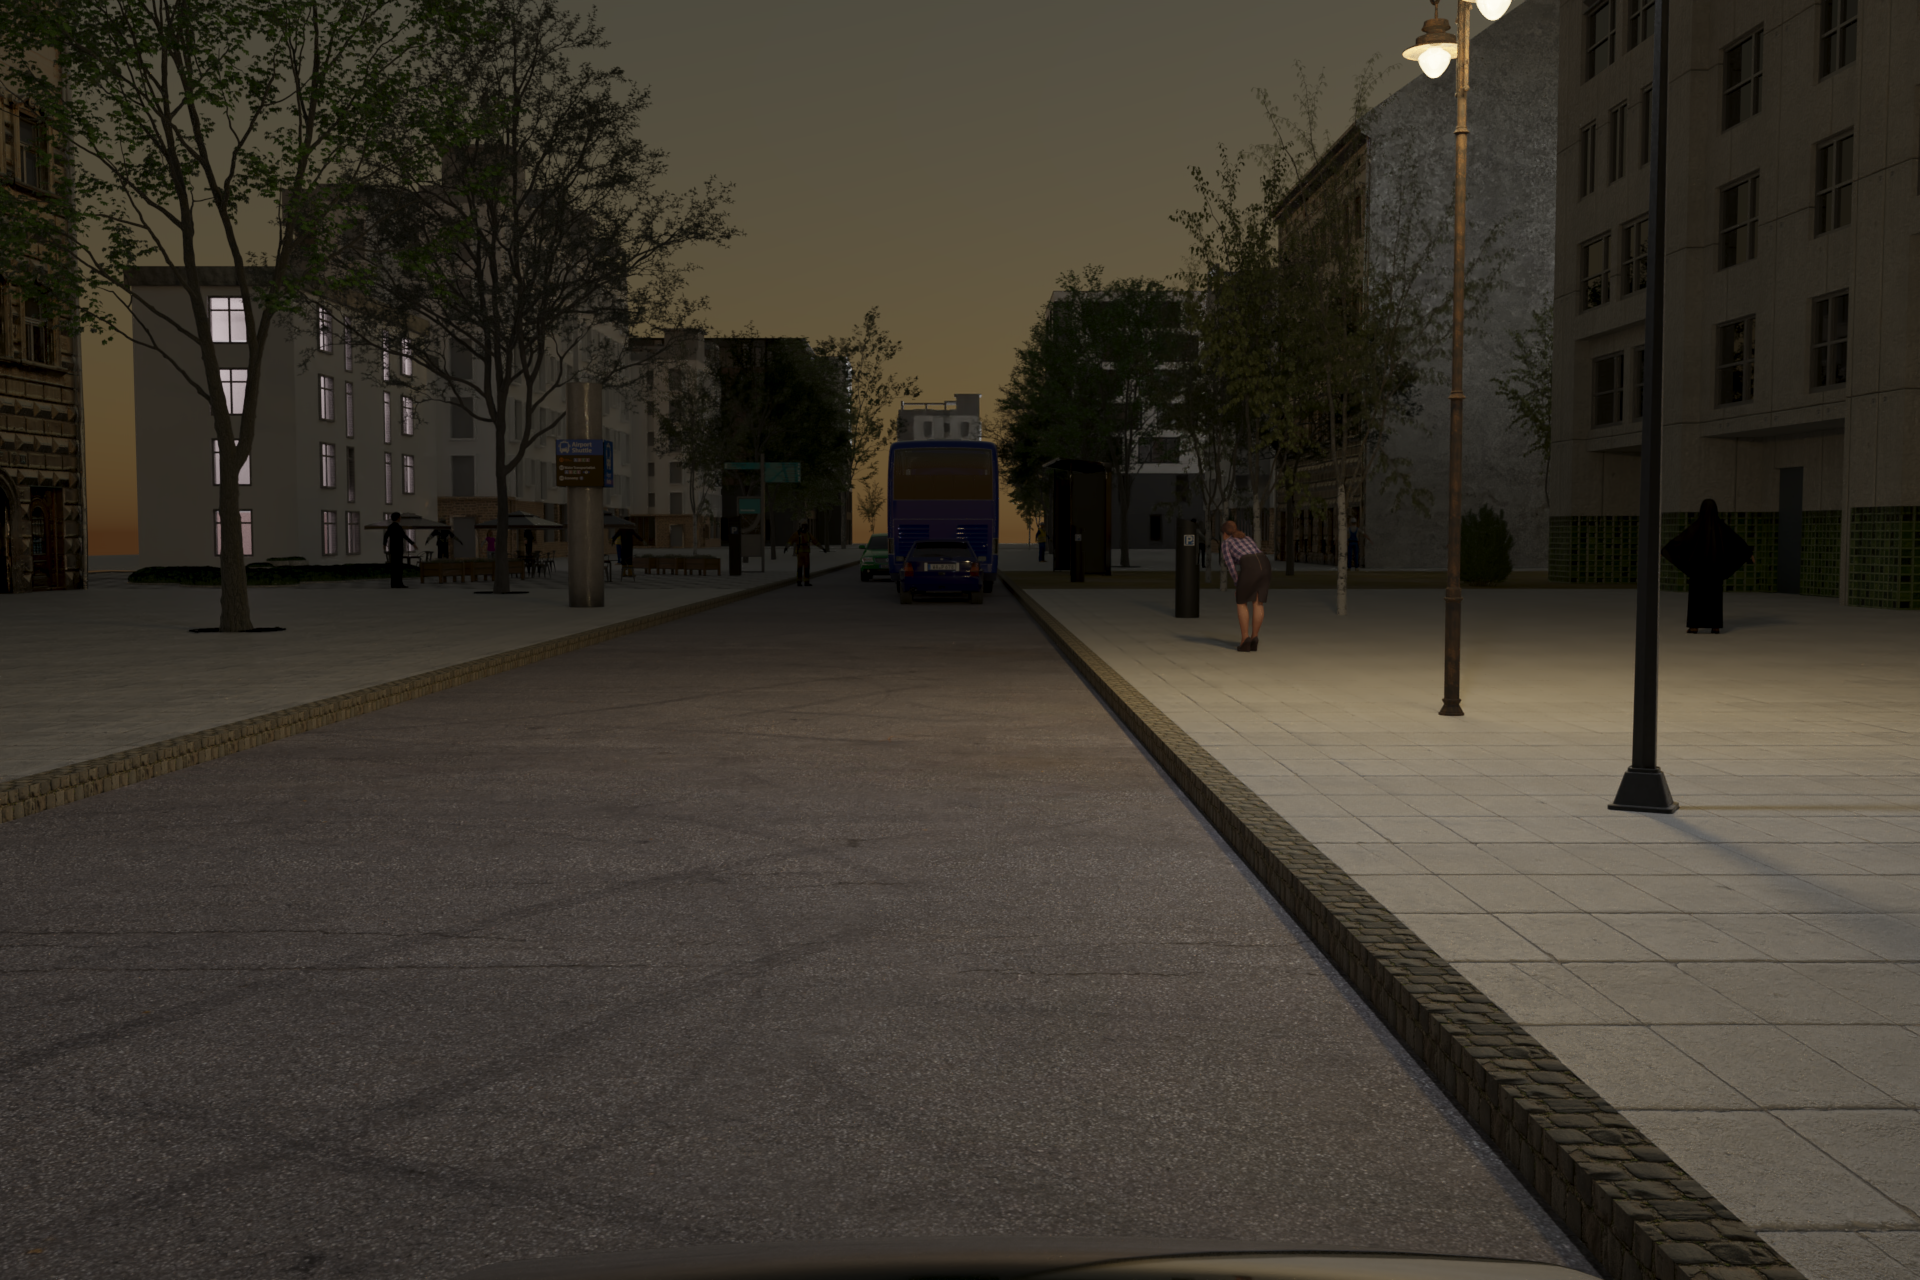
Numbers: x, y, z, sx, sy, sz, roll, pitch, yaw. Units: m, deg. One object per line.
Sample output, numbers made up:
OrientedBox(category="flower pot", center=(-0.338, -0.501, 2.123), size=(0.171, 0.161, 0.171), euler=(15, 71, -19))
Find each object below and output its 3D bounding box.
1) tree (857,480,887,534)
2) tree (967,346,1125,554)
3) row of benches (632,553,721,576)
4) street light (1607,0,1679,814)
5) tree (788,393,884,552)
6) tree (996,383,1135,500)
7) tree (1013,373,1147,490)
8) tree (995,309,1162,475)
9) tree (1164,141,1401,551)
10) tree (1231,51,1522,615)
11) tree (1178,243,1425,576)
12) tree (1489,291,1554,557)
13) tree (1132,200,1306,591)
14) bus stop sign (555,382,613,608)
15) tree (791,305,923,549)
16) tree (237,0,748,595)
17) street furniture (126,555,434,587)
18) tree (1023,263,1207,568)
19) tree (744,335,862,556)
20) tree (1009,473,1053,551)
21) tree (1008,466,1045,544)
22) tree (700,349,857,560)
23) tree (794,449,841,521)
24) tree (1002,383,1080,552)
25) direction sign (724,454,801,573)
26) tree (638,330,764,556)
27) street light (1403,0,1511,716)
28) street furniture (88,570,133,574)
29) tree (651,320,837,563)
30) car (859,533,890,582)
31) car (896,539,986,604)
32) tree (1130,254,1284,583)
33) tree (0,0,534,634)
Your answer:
OrientedBox(category="tree", center=(-11.999, -17.399, 234.832), size=(4.737, 8.622, 4.395), euler=(0, 3, 0))
OrientedBox(category="tree", center=(5.646, -12.178, 109.480), size=(12.009, 13.543, 11.850), euler=(0, 3, 0))
OrientedBox(category="row of benches", center=(-8.909, -2.378, 54.336), size=(1.422, 0.672, 4.104), euler=(-3, 5, -45))
OrientedBox(category="street light", center=(3.741, -2.164, 7.927), size=(1.470, 5.913, 1.316), euler=(0, 4, 0))
OrientedBox(category="tree", center=(-9.389, -12.083, 123.307), size=(9.928, 11.665, 9.643), euler=(0, 3, 0))
OrientedBox(category="tree", center=(5.653, -10.091, 99.404), size=(8.767, 10.594, 7.601), euler=(0, 4, -4))
OrientedBox(category="tree", center=(5.889, -9.463, 89.130), size=(7.601, 10.594, 8.767), euler=(-3, 5, -41))
OrientedBox(category="tree", center=(5.592, -9.292, 77.685), size=(9.928, 11.665, 9.643), euler=(0, 3, 0))
OrientedBox(category="tree", center=(5.860, -5.044, 32.828), size=(4.737, 8.622, 4.395), euler=(0, 3, 0))
OrientedBox(category="tree", center=(5.942, -4.711, 27.395), size=(4.360, 8.622, 3.978), euler=(0, 3, 0))
OrientedBox(category="tree", center=(10.416, -7.287, 53.557), size=(8.767, 10.594, 7.601), euler=(2, 4, 31))
OrientedBox(category="tree", center=(18.510, -6.294, 53.266), size=(4.737, 8.622, 4.395), euler=(0, 3, 0))
OrientedBox(category="tree", center=(5.909, -5.386, 38.425), size=(4.360, 8.622, 3.978), euler=(0, 3, 0))
OrientedBox(category="bus stop sign", center=(-6.577, -2.531, 30.400), size=(0.837, 3.901, 0.837), euler=(0, 4, -1))
OrientedBox(category="tree", center=(-9.344, -17.665, 144.717), size=(12.611, 20.169, 13.585), euler=(0, 3, 0))
OrientedBox(category="tree", center=(-9.736, -7.742, 36.956), size=(12.009, 13.543, 11.850), euler=(0, 3, 0))
OrientedBox(category="street furniture", center=(-18.313, -1.908, 46.824), size=(5.734, 0.657, 10.072), euler=(1, 4, 11))
OrientedBox(category="tree", center=(6.297, -8.604, 66.428), size=(9.928, 11.665, 9.643), euler=(0, 3, 0))
OrientedBox(category="tree", center=(-9.229, -11.090, 99.454), size=(7.486, 12.596, 7.792), euler=(0, 3, 0))
OrientedBox(category="tree", center=(5.656, -11.297, 135.071), size=(4.737, 8.622, 4.395), euler=(0, 3, 0))
OrientedBox(category="tree", center=(10.473, -18.808, 233.272), size=(9.928, 11.665, 9.643), euler=(0, 3, 0))
OrientedBox(category="tree", center=(-9.284, -9.307, 86.580), size=(8.767, 10.594, 7.601), euler=(0, 4, 0))
OrientedBox(category="tree", center=(-9.731, -9.793, 110.479), size=(4.737, 8.622, 4.395), euler=(0, 3, 0))
OrientedBox(category="tree", center=(6.503, -12.709, 125.915), size=(7.486, 12.596, 7.792), euler=(0, 3, 0))
OrientedBox(category="direction sign", center=(-6.560, -4.246, 58.184), size=(2.525, 3.948, 1.411), euler=(0, 4, 0))
OrientedBox(category="tree", center=(-9.698, -6.810, 61.706), size=(4.360, 8.622, 3.978), euler=(0, 3, 0))
OrientedBox(category="street light", center=(3.483, -2.404, 12.097), size=(0.468, 5.910, 1.993), euler=(0, 4, 0))
OrientedBox(category="street furniture", center=(-29.473, -2.441, 46.770), size=(9.812, 1.723, 11.010), euler=(2, 4, 32))
OrientedBox(category="tree", center=(-9.543, -8.675, 76.250), size=(8.767, 10.594, 7.601), euler=(0, 4, -1))
OrientedBox(category="car", center=(-2.129, -2.745, 53.680), size=(1.959, 1.807, 4.718), euler=(0, 3, 0))
OrientedBox(category="car", center=(-0.398, -1.475, 36.693), size=(1.945, 1.354, 3.894), euler=(0, 4, -1))
OrientedBox(category="tree", center=(6.626, -5.832, 45.716), size=(4.360, 8.622, 3.978), euler=(0, 3, 0))
OrientedBox(category="tree", center=(-9.514, -5.922, 22.579), size=(9.928, 11.665, 9.643), euler=(0, 3, 0))
